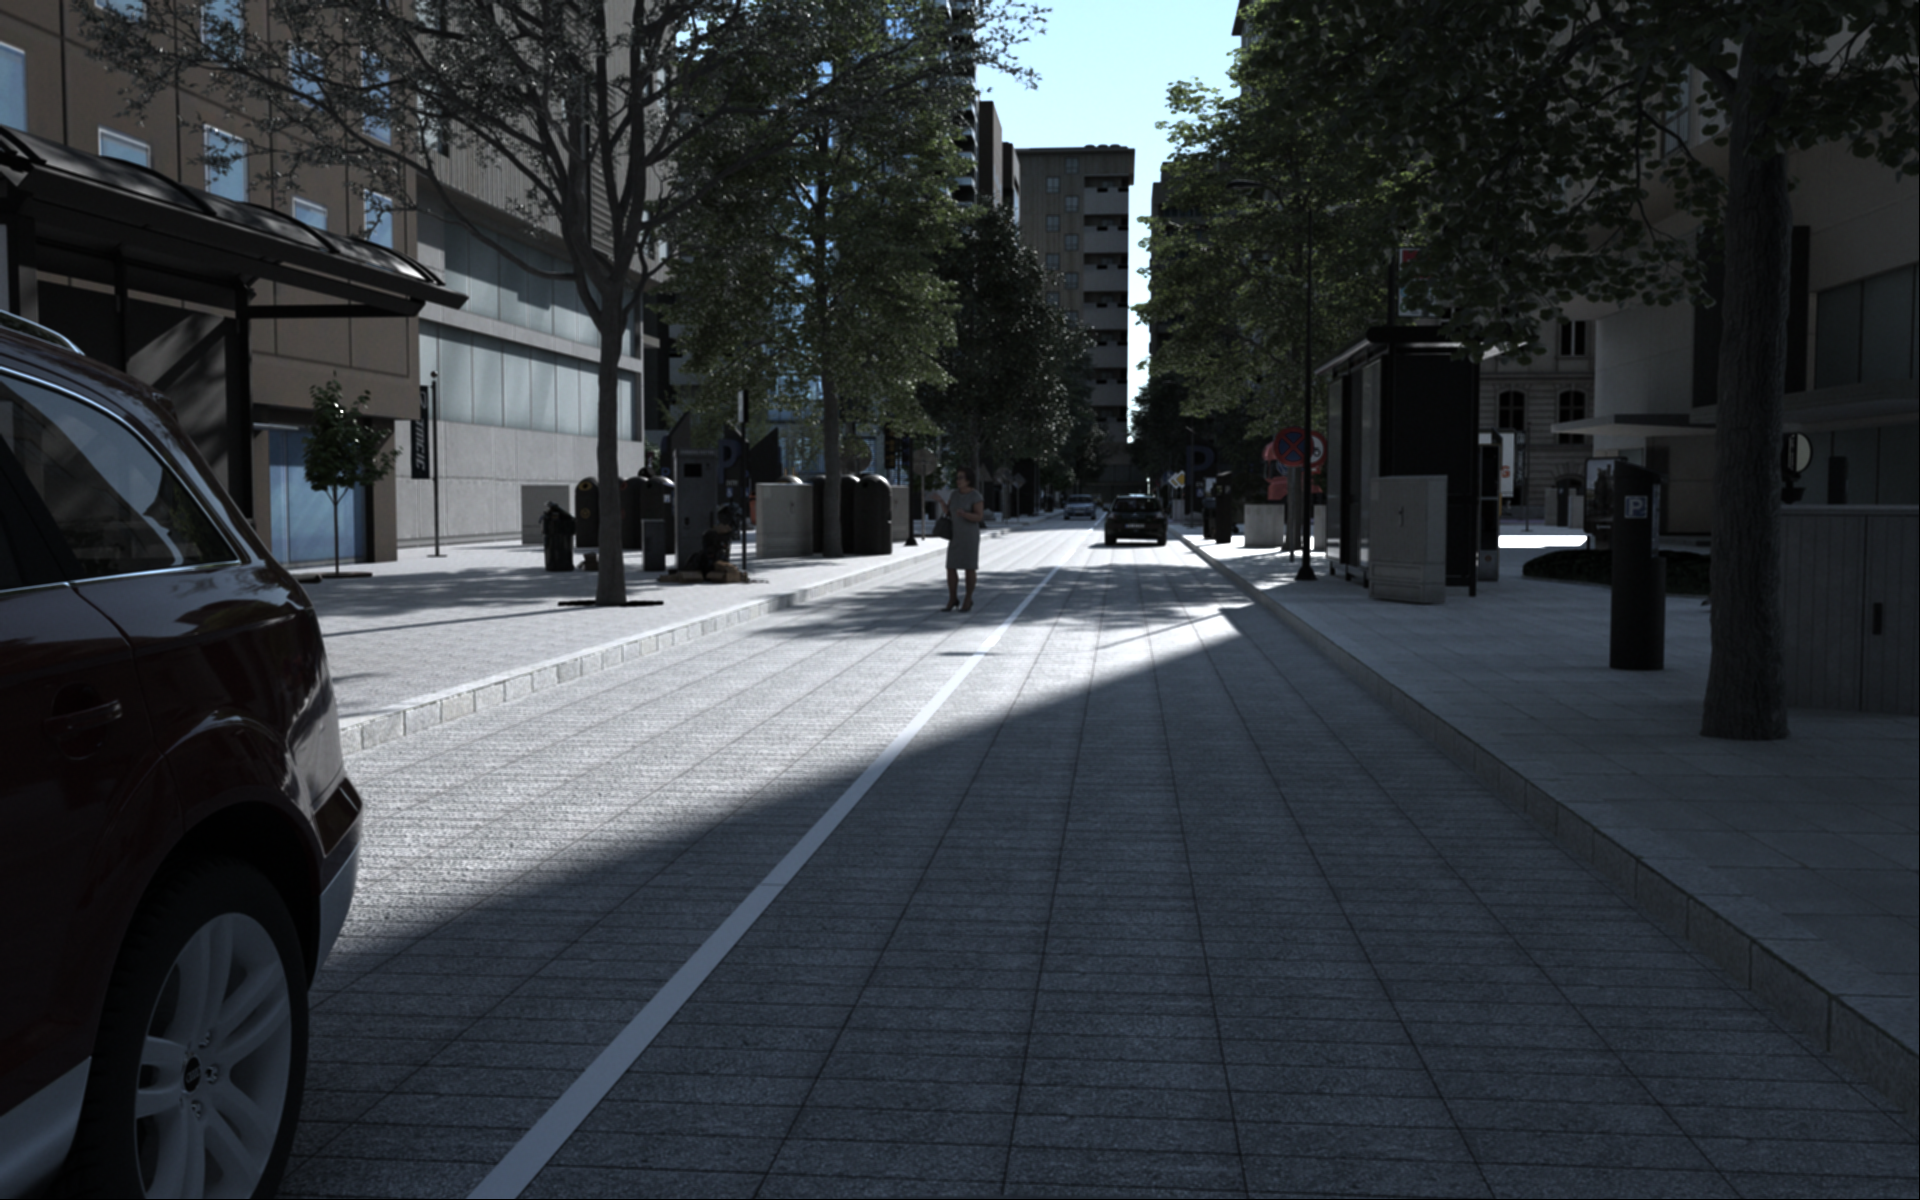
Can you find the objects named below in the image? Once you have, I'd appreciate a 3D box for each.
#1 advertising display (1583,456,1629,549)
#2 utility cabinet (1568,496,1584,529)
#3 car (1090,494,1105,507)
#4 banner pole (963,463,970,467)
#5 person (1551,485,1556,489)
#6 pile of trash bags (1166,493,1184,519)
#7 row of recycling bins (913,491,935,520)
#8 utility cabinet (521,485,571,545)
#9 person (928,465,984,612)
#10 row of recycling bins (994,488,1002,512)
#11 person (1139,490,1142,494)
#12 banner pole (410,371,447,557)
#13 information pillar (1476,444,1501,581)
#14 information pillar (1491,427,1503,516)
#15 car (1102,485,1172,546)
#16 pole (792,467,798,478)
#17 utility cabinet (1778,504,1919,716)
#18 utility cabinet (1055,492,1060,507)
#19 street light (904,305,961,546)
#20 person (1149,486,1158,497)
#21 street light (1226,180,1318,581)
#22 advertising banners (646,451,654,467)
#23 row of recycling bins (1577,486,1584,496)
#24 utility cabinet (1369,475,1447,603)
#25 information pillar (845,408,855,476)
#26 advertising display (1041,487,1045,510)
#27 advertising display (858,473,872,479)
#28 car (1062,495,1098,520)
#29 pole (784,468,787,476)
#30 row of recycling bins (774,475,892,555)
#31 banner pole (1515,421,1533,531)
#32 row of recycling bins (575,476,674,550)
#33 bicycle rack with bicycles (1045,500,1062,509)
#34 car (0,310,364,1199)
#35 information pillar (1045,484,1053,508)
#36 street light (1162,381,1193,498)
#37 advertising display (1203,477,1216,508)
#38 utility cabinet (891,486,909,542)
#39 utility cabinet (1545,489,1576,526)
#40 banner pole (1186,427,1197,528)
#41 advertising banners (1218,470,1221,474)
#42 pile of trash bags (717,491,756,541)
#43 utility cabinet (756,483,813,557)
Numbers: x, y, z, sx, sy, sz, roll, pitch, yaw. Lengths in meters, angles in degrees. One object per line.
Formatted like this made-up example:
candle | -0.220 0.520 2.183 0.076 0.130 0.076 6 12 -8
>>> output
advertising display | 11.227 -1.524 30.133 0.123 1.923 0.974 -1 4 -20
utility cabinet | 23.125 -3.253 64.355 1.020 1.237 0.306 -1 4 -10
car | 14.558 -10.768 186.281 2.015 1.641 3.980 0 4 6
banner pole | 0.382 -5.559 80.905 0.863 3.779 0.401 0 4 6
person | 24.636 -3.866 71.959 0.529 1.795 0.600 0 4 -1
pile of trash bags | 11.628 -4.892 89.743 1.912 1.369 3.447 0 4 3
row of recycling bins | -2.508 -4.849 86.389 3.534 1.692 1.069 1 4 12
utility cabinet | -10.343 -2.118 43.305 1.173 1.500 0.318 0 4 -7
person | -0.078 -0.747 21.076 0.716 1.782 0.532 3 4 38
row of recycling bins | 2.940 -7.095 123.123 3.534 1.692 1.069 3 4 38
person | 15.127 -8.372 145.862 0.515 1.767 0.782 1 4 17
banner pole | -10.845 -2.764 35.217 0.401 3.779 0.863 2 4 32
information pillar | 7.779 -1.286 25.516 0.304 2.012 0.304 1 4 11
information pillar | 18.534 -4.192 59.886 0.183 3.616 0.504 -2 4 -25
car | 5.046 -2.426 49.457 2.009 1.686 4.222 0 4 7
pole | -12.646 -8.437 131.792 0.158 3.312 0.155 0 3 0
utility cabinet | 5.295 0.050 10.343 1.020 1.237 0.306 3 4 38
utility cabinet | 8.687 -8.883 153.914 0.318 1.500 1.173 1 4 12
street light | -0.675 -4.298 42.815 1.470 5.913 1.316 0 4 5
person | 8.956 -4.363 80.082 0.600 1.795 0.529 -2 4 -35
street light | 4.630 -3.255 25.756 1.470 5.913 1.316 0 4 5
advertising banners | -12.924 -4.513 69.982 0.090 3.025 2.074 1 4 23
row of recycling bins | 44.172 -6.861 119.292 3.534 1.692 1.069 0 4 -8
utility cabinet | 5.297 -0.727 20.562 0.318 1.500 1.173 -1 4 -19
information pillar | -2.992 -3.414 47.177 0.183 3.616 0.504 -2 4 -29
advertising display | 6.678 -8.200 139.286 0.123 1.923 0.974 -1 4 -11
advertising display | -3.139 -2.978 53.897 0.974 1.923 0.123 -3 5 -42
car | 6.750 -5.210 97.182 2.014 1.417 4.499 0 4 5
pole | -13.594 -8.641 135.125 0.158 3.312 0.155 0 3 0
row of recycling bins | -2.818 -1.875 37.772 3.534 1.692 1.069 3 5 43
banner pole | 19.432 -4.264 59.733 0.401 3.779 0.863 -2 4 -24
row of recycling bins | -7.889 -2.069 40.940 3.534 1.692 1.069 3 5 44
bicycle rack with bicycles | 7.341 -8.250 148.272 2.925 0.926 2.852 0 4 1
car | -2.412 0.429 1.662 2.281 1.827 5.304 0 4 3
information pillar | 6.612 -7.520 127.447 0.304 2.012 0.304 -2 4 -34
street light | 9.023 -6.047 71.407 1.470 5.913 1.316 0 4 5
advertising display | 9.487 -3.607 64.184 0.974 1.923 0.123 -1 4 -15
utility cabinet | -1.850 -2.268 45.764 1.173 1.500 0.318 -3 5 -44
utility cabinet | 24.050 -3.712 69.374 1.173 1.500 0.318 1 4 17
banner pole | 8.746 -4.603 65.282 0.401 3.779 0.863 0 4 6
advertising banners | 18.795 -8.004 127.058 0.090 3.025 2.074 0 4 -8
pile of trash bags | -6.539 -2.305 47.441 3.447 1.369 1.912 2 4 35
utility cabinet | -3.577 -1.632 35.361 1.173 1.500 0.318 -3 4 -36
